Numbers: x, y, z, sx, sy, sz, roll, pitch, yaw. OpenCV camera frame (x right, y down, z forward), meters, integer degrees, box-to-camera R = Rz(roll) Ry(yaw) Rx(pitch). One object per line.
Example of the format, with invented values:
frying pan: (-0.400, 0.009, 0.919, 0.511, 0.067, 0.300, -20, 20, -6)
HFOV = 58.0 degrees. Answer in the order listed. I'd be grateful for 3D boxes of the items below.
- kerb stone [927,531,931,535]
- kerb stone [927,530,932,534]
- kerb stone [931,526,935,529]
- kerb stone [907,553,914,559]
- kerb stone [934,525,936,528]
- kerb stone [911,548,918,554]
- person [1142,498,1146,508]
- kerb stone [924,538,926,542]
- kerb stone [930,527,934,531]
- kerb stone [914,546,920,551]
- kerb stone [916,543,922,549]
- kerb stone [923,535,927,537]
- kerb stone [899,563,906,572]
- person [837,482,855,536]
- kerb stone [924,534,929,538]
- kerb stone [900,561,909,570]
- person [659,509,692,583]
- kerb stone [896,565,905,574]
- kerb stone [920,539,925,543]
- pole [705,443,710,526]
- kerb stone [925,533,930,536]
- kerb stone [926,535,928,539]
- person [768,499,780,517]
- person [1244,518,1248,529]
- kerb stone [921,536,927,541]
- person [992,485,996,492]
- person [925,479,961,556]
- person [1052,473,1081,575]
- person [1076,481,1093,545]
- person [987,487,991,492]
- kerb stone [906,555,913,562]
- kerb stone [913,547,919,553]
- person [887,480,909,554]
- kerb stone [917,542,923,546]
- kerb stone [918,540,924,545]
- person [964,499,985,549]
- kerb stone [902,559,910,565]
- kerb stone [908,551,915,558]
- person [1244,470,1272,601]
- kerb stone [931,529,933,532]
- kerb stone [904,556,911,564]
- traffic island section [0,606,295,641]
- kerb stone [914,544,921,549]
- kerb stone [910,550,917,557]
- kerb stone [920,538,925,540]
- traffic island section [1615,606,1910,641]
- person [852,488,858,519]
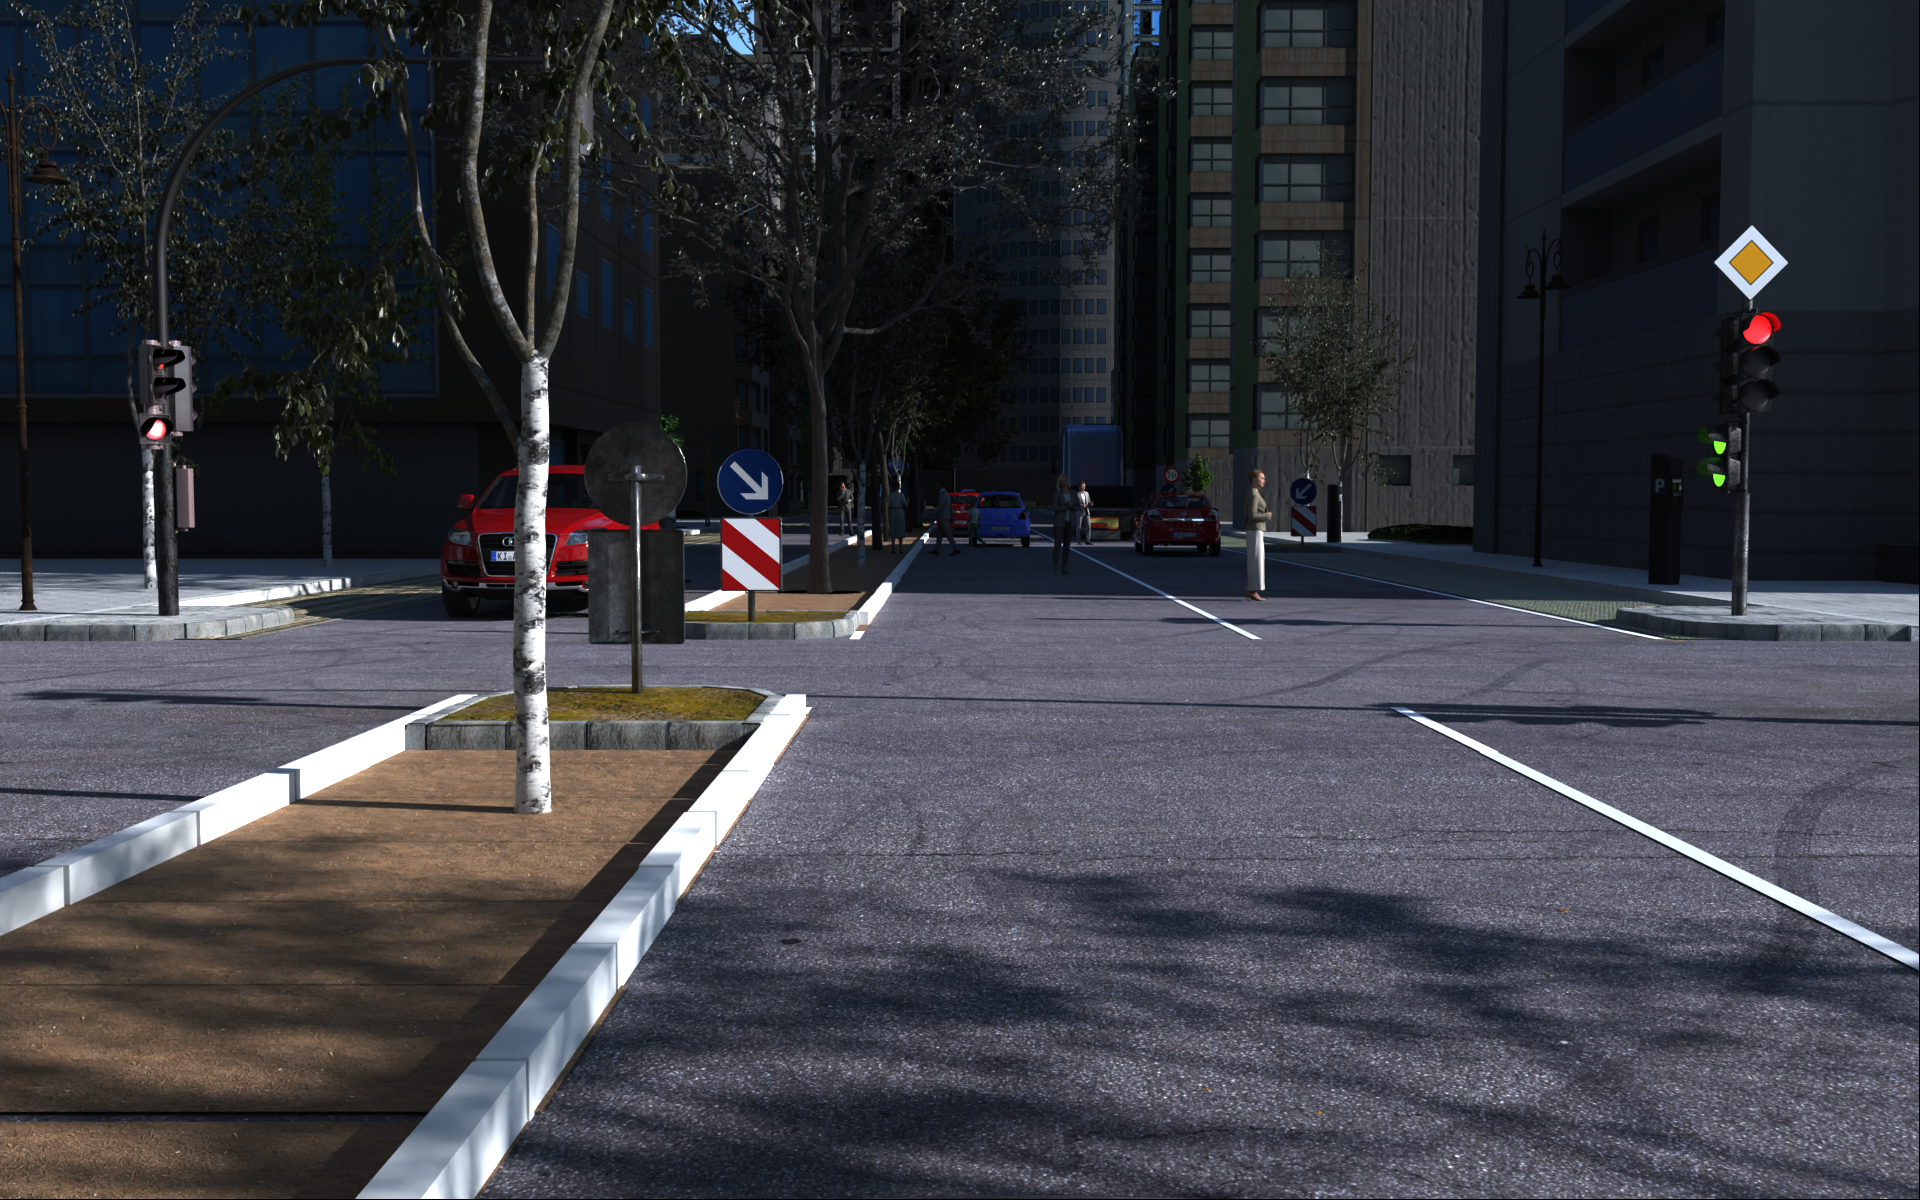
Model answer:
kerb stone: (-1.087, -2.023, 55.269, 0.120, 0.150, 1.000, 0, 3, 0)
kerb stone: (-1.089, -2.149, 57.325, 0.120, 0.150, 1.000, 0, 3, 0)
kerb stone: (-1.091, -2.524, 63.460, 0.120, 0.150, 1.000, 0, 3, 0)
kerb stone: (-1.073, -0.827, 35.784, 0.120, 0.150, 1.000, 0, 3, 0)
kerb stone: (-1.093, -2.707, 66.535, 0.120, 0.150, 1.000, 0, 3, 0)
kerb stone: (-1.068, -1.017, 38.854, 0.120, 0.150, 1.000, 0, 3, 0)
person: (8.965, -4.360, 84.458, 0.373, 1.253, 0.362, 0, 4, -7)
kerb stone: (-1.070, -1.578, 48.101, 0.120, 0.150, 1.000, 0, 3, 0)
kerb stone: (-1.092, -2.399, 61.416, 0.120, 0.150, 1.000, 0, 3, 0)
kerb stone: (-1.070, -1.137, 40.928, 0.120, 0.150, 1.000, 0, 3, 0)
kerb stone: (-1.078, -1.271, 42.972, 0.120, 0.150, 1.000, 0, 3, 0)
kerb stone: (-1.088, -1.709, 50.155, 0.120, 0.150, 1.000, 0, 3, 0)
kerb stone: (-1.068, -0.513, 30.656, 0.120, 0.150, 1.000, 0, 3, 0)
person: (-3.896, -3.116, 59.244, 0.655, 1.846, 0.447, -1, 4, -14)
kerb stone: (-1.085, -1.834, 52.202, 0.120, 0.150, 1.000, 0, 3, 0)
kerb stone: (-1.058, -0.580, 31.680, 0.120, 0.150, 1.000, 0, 3, 0)
person: (-4.733, -1.169, 27.714, 0.850, 1.850, 0.679, 0, 4, -2)
kerb stone: (-1.065, -0.455, 29.628, 0.120, 0.150, 1.000, 0, 3, 0)
kerb stone: (-1.069, -1.459, 46.049, 0.120, 0.150, 1.000, 0, 3, 0)
pole: (-10.025, -4.580, 68.723, 0.158, 3.312, 0.155, 0, 3, 0)
kerb stone: (-1.079, -1.898, 53.224, 0.120, 0.150, 1.000, 0, 3, 0)
kerb stone: (-1.087, -1.773, 51.178, 0.120, 0.150, 1.000, 0, 3, 0)
person: (-6.750, -3.314, 62.868, 0.511, 1.800, 0.466, 2, 4, 29)
person: (8.329, -2.230, 49.630, 0.373, 1.253, 0.362, 1, 4, 8)
kerb stone: (-1.081, -1.643, 49.128, 0.120, 0.150, 1.000, 0, 3, 0)
person: (1.615, -4.629, 83.964, 0.659, 1.850, 0.755, 2, 4, 34)
person: (-0.378, -1.936, 40.433, 0.850, 1.792, 0.678, 1, 4, 13)
person: (1.909, -1.360, 30.911, 0.537, 1.800, 0.526, -1, 4, -10)
person: (3.492, -2.458, 48.888, 0.606, 1.804, 0.583, -2, 4, -33)
person: (1.527, -4.885, 88.775, 0.834, 1.777, 0.661, 1, 4, 22)
kerb stone: (-1.067, -0.766, 34.762, 0.120, 0.150, 1.000, 0, 3, 0)
kerb stone: (-1.068, -1.081, 39.893, 0.120, 0.150, 1.000, 0, 3, 0)
person: (-1.475, -1.975, 41.363, 0.480, 1.755, 0.524, 1, 4, 8)
kerb stone: (-1.078, -1.332, 44.000, 0.120, 0.150, 1.000, 0, 3, 0)
kerb stone: (-1.079, -1.396, 45.027, 0.120, 0.150, 1.000, 0, 3, 0)
person: (0.394, -1.987, 45.241, 0.590, 1.304, 0.306, 2, 4, 35)
kerb stone: (-1.066, -0.638, 32.702, 0.120, 0.150, 1.000, 0, 3, 0)
kerb stone: (-1.073, -0.893, 36.809, 0.120, 0.150, 1.000, 0, 3, 0)
person: (3.995, -0.866, 23.209, 0.362, 1.759, 0.519, 0, 4, 6)
kerb stone: (-1.086, -2.274, 59.371, 0.120, 0.150, 1.000, 0, 3, 0)
kerb stone: (-1.068, -0.705, 33.730, 0.120, 0.150, 1.000, 0, 3, 0)
traffic island section: (-8.382, 0.243, 18.310, 2.009, 0.180, 2.903, 0, 3, 0)
kerb stone: (-1.069, -1.208, 41.950, 0.120, 0.150, 1.000, 0, 3, 0)
kerb stone: (-1.072, -0.956, 37.831, 0.120, 0.150, 1.000, 0, 3, 0)
kerb stone: (-1.079, -1.521, 47.071, 0.120, 0.150, 1.000, 0, 3, 0)
traffic island section: (8.259, 0.242, 18.318, 2.009, 0.180, 2.903, 0, 3, 0)
person: (-6.091, -5.696, 101.660, 0.705, 1.821, 1.348, 3, 4, 38)
